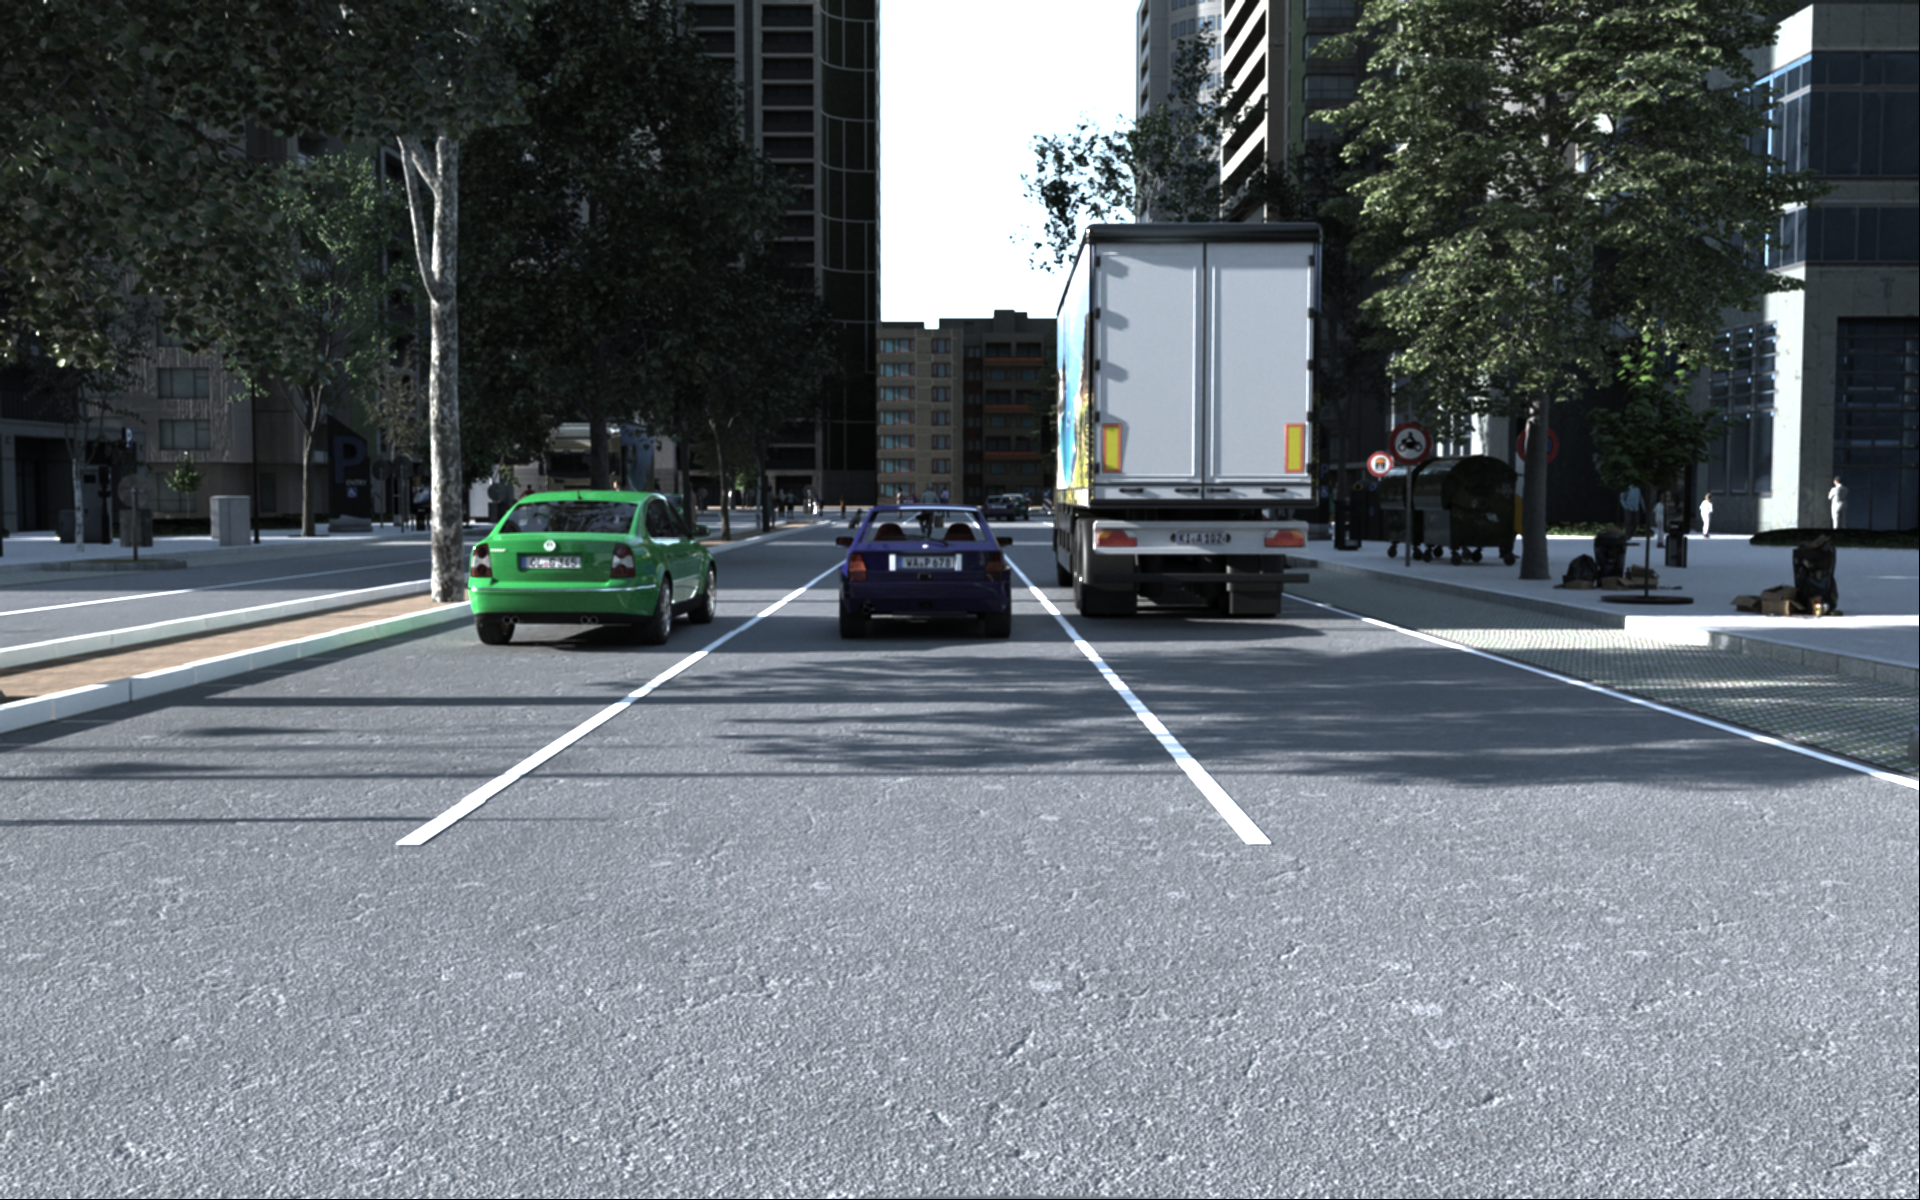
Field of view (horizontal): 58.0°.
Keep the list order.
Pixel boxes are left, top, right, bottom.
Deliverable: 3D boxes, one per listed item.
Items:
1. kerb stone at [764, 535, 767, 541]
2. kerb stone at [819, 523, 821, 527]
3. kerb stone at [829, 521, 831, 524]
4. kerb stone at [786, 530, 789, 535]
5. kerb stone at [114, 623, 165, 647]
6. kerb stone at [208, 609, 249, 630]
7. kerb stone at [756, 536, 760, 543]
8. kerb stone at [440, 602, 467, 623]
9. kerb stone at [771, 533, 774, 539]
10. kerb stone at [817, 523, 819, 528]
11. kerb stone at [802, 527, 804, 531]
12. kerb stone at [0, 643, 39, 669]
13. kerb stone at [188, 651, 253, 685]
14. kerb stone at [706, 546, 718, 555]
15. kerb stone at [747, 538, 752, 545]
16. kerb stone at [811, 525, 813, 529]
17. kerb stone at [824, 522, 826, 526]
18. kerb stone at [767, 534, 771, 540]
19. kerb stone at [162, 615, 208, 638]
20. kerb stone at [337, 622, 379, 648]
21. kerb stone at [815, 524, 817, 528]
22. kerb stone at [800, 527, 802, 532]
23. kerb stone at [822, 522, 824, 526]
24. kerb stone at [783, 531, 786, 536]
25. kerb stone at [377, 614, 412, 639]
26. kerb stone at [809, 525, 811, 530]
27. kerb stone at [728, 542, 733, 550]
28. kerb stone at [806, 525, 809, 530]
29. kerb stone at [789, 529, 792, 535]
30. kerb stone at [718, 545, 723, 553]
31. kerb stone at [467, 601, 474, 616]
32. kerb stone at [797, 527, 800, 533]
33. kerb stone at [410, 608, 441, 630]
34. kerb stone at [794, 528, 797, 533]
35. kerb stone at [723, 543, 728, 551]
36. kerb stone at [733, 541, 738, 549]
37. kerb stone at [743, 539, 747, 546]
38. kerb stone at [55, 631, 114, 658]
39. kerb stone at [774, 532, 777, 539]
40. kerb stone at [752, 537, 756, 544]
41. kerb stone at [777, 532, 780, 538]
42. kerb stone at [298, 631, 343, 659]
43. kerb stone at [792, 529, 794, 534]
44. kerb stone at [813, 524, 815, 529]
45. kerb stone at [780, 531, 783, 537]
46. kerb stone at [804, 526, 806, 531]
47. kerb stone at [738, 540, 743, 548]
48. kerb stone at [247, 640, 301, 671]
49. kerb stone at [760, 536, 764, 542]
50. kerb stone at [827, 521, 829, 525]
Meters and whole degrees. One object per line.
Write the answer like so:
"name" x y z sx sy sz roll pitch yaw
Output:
"kerb stone" -6.028 -1.848 52.411 0.120 0.150 1.000 0 4 0
"kerb stone" -6.159 -3.154 73.959 0.120 0.150 1.000 0 4 0
"kerb stone" -6.196 -3.539 80.123 0.120 0.150 1.000 0 4 0
"kerb stone" -6.076 -2.287 59.590 0.120 0.150 1.000 0 4 0
"kerb stone" -7.903 0.351 16.525 0.120 0.150 1.000 0 4 0
"kerb stone" -7.913 0.221 18.576 0.120 0.150 1.000 0 4 0
"kerb stone" -6.017 -1.717 50.367 0.120 0.150 1.000 0 4 0
"kerb stone" -5.817 0.156 19.639 0.120 0.150 1.000 0 4 0
"kerb stone" -6.035 -1.971 54.456 0.120 0.150 1.000 0 4 0
"kerb stone" -6.154 -3.101 72.931 0.120 0.150 1.000 0 4 0
"kerb stone" -6.112 -2.660 65.749 0.120 0.150 1.000 0 4 0
"kerb stone" -7.887 0.475 14.474 0.120 0.150 1.000 0 4 0
"kerb stone" -5.783 0.534 13.470 0.120 0.150 1.000 0 4 0
"kerb stone" -5.947 -1.158 41.143 0.120 0.150 1.000 0 4 0
"kerb stone" -5.999 -1.598 48.321 0.120 0.150 1.000 0 4 0
"kerb stone" -6.129 -2.915 69.857 0.120 0.150 1.000 0 4 0
"kerb stone" -6.184 -3.355 77.044 0.120 0.150 1.000 0 4 0
"kerb stone" -6.031 -1.908 53.434 0.120 0.150 1.000 0 4 0
"kerb stone" -7.917 0.285 17.547 0.120 0.150 1.000 0 4 0
"kerb stone" -5.809 0.346 16.560 0.120 0.150 1.000 0 4 0
"kerb stone" -6.148 -3.037 71.908 0.120 0.150 1.000 0 4 0
"kerb stone" -6.106 -2.601 64.725 0.120 0.150 1.000 0 4 0
"kerb stone" -6.181 -3.292 76.021 0.120 0.150 1.000 0 4 0
"kerb stone" -6.067 -2.225 58.568 0.120 0.150 1.000 0 4 0
"kerb stone" -5.807 0.282 17.589 0.120 0.150 1.000 0 4 0
"kerb stone" -6.138 -2.848 68.835 0.120 0.150 1.000 0 4 0
"kerb stone" -5.977 -1.347 44.224 0.120 0.150 1.000 0 4 0
"kerb stone" -6.124 -2.790 67.809 0.120 0.150 1.000 0 4 0
"kerb stone" -6.080 -2.350 60.612 0.120 0.150 1.000 0 4 0
"kerb stone" -5.964 -1.220 42.166 0.120 0.150 1.000 0 4 0
"kerb stone" -5.827 0.095 20.664 0.120 0.150 1.000 0 4 0
"kerb stone" -6.093 -2.532 63.703 0.120 0.150 1.000 0 4 0
"kerb stone" -5.815 0.219 18.616 0.120 0.150 1.000 0 4 0
"kerb stone" -6.099 -2.476 62.677 0.120 0.150 1.000 0 4 0
"kerb stone" -5.965 -1.282 43.194 0.120 0.150 1.000 0 4 0
"kerb stone" -5.989 -1.410 45.246 0.120 0.150 1.000 0 4 0
"kerb stone" -5.998 -1.535 47.298 0.120 0.150 1.000 0 4 0
"kerb stone" -7.900 0.411 15.502 0.120 0.150 1.000 0 4 0
"kerb stone" -6.039 -2.036 55.480 0.120 0.150 1.000 0 4 0
"kerb stone" -6.010 -1.660 49.344 0.120 0.150 1.000 0 4 0
"kerb stone" -6.051 -2.098 56.506 0.120 0.150 1.000 0 4 0
"kerb stone" -5.798 0.412 15.538 0.120 0.150 1.000 0 4 0
"kerb stone" -6.091 -2.413 61.645 0.120 0.150 1.000 0 4 0
"kerb stone" -6.147 -2.978 70.879 0.120 0.150 1.000 0 4 0
"kerb stone" -6.063 -2.162 57.537 0.120 0.150 1.000 0 4 0
"kerb stone" -6.120 -2.727 66.779 0.120 0.150 1.000 0 4 0
"kerb stone" -5.991 -1.473 46.276 0.120 0.150 1.000 0 4 0
"kerb stone" -5.791 0.471 14.503 0.120 0.150 1.000 0 4 0
"kerb stone" -6.017 -1.786 51.389 0.120 0.150 1.000 0 4 0
"kerb stone" -6.194 -3.478 79.094 0.120 0.150 1.000 0 4 0
